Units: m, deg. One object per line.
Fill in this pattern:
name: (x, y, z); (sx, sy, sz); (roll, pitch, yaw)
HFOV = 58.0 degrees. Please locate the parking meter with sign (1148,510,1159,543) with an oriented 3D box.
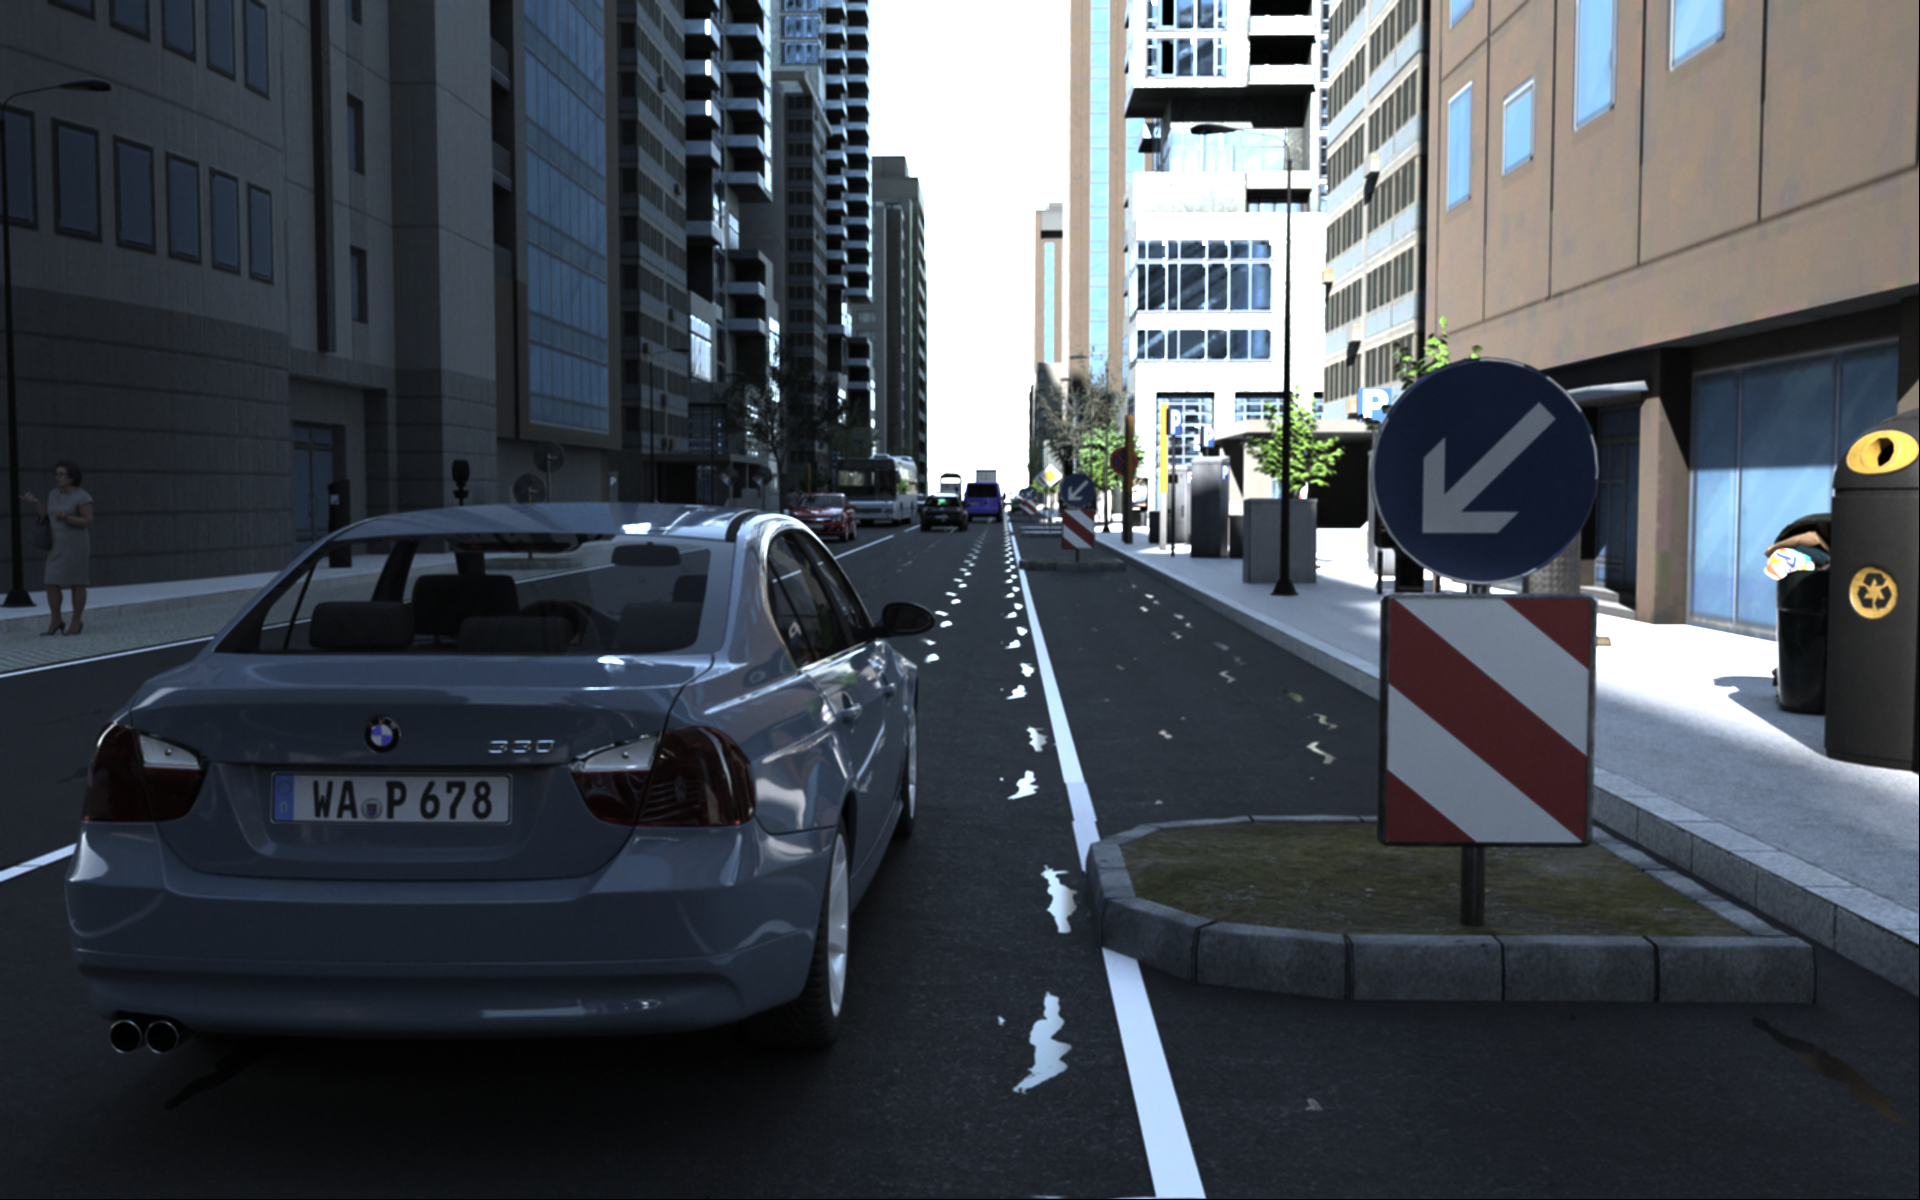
parking meter with sign: (5.705, -2.979, 44.967); (1.738, 3.016, 0.543); (3, 5, 40)

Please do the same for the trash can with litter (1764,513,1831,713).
trash can with litter: (5.091, 0.059, 10.428); (0.624, 1.170, 1.055); (1, 4, 15)

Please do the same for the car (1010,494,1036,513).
car: (4.657, -7.288, 127.953); (1.959, 1.807, 4.718); (0, 4, 0)

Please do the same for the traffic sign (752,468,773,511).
traffic sign: (-7.569, -3.842, 66.460); (0.795, 2.450, 0.064); (0, 4, 1)

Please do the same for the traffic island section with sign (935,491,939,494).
traffic island section with sign: (-2.496, -16.350, 275.944); (1.989, 1.847, 2.006); (0, 4, 1)

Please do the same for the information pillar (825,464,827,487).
information pillar: (-10.361, -8.731, 134.098); (0.183, 3.616, 0.504); (-1, 4, -8)

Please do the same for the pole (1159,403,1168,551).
pole: (4.584, -2.764, 39.036); (0.158, 3.312, 0.155); (0, 3, 0)

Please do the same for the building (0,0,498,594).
building: (-21.838, -29.592, 25.828); (21.231, 58.520, 28.212); (0, 4, 1)

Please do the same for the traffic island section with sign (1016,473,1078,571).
traffic island section with sign: (2.128, -1.509, 33.296); (1.989, 1.847, 2.006); (0, 4, 1)

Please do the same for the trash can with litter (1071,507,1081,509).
trash can with litter: (5.806, -4.783, 89.593); (0.624, 1.170, 1.055); (-3, 4, -36)

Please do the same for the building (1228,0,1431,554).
building: (22.836, -21.529, 43.885); (32.217, 40.220, 23.993); (0, 4, 1)

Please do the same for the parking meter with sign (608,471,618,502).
parking meter with sign: (-11.923, -3.807, 58.503); (1.738, 3.016, 0.543); (3, 5, 43)

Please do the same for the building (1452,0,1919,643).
building: (13.525, -22.434, 16.902); (14.600, 45.320, 14.200); (0, 4, 1)

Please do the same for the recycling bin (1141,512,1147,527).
recycling bin: (6.950, -3.423, 68.520); (0.722, 1.027, 0.722); (2, 4, 29)

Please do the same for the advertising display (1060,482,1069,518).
advertising display: (5.654, -5.410, 93.672); (0.123, 1.923, 0.974); (-1, 4, -23)

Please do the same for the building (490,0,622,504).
building: (-18.281, -24.366, 48.500); (14.200, 45.320, 14.600); (0, 4, 1)

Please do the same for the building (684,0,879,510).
building: (-19.260, -53.030, 179.708); (22.319, 86.520, 31.000); (0, 4, 1)

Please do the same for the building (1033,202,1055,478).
building: (18.140, -37.559, 264.195); (14.600, 45.320, 14.200); (0, 4, 1)

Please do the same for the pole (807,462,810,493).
pole: (-9.760, -7.214, 111.792); (0.158, 3.312, 0.155); (0, 3, 0)

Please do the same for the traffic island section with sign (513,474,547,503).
traffic island section with sign: (-8.404, -1.519, 33.460); (1.989, 1.847, 2.006); (0, 4, 1)

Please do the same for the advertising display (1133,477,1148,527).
advertising display: (6.837, -3.787, 67.139); (0.974, 1.923, 0.123); (2, 4, 33)

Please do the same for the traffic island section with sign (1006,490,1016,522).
traffic island section with sign: (3.470, -4.888, 88.554); (1.989, 1.847, 2.006); (0, 4, 1)

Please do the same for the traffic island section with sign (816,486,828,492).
traffic island section with sign: (-7.058, -4.912, 88.945); (1.989, 1.847, 2.006); (0, 4, 1)

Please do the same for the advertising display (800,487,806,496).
advertising display: (-11.133, -7.339, 125.214); (0.974, 1.923, 0.123); (2, 4, 24)

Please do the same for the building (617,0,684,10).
building: (-25.731, -23.641, 78.406); (32.217, 40.220, 23.993); (0, 4, 1)

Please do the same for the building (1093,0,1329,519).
building: (18.554, -48.245, 101.480); (22.319, 86.520, 31.000); (0, 4, 1)

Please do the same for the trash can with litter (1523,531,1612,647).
trash can with litter: (4.602, -0.219, 14.638); (2.233, 1.210, 1.678); (-1, 4, -17)

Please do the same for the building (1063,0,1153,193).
building: (15.073, -29.557, 133.374); (14.600, 45.320, 14.200); (0, 4, 1)

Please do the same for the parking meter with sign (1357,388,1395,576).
parking meter with sign: (6.776, -1.922, 27.684); (0.543, 3.016, 1.738); (0, 4, 2)

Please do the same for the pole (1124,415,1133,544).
pole: (4.374, -3.121, 44.870); (0.158, 3.312, 0.155); (0, 3, 0)

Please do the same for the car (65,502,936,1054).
car: (-1.116, 0.379, 5.800); (2.014, 1.417, 4.499); (0, 4, 2)

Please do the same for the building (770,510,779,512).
building: (-23.148, -48.944, 112.910); (22.319, 86.520, 31.000); (0, 4, 1)

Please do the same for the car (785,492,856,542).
car: (-4.209, -2.683, 52.908); (2.155, 1.783, 4.494); (0, 4, 1)

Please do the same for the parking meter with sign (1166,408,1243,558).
parking meter with sign: (5.049, -2.367, 34.969); (1.738, 3.016, 0.543); (2, 4, 34)

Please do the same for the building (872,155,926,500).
building: (-16.123, -38.365, 250.964); (21.300, 48.544, 21.600); (0, 4, 1)

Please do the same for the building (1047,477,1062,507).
building: (25.020, -29.390, 172.408); (32.217, 40.220, 23.993); (0, 4, 1)

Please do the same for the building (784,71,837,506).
building: (-24.679, -28.237, 153.562); (32.217, 40.220, 23.993); (0, 4, 1)

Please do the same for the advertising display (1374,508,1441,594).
advertising display: (5.805, -1.046, 22.324); (0.974, 1.923, 0.123); (-1, 4, -16)

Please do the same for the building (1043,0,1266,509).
building: (21.201, -54.182, 198.541); (22.319, 86.520, 31.000); (0, 4, 1)

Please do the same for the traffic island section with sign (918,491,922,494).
traffic island section with sign: (-4.506, -11.279, 193.032); (1.989, 1.847, 2.006); (0, 4, 1)

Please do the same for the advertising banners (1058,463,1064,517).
advertising banners: (5.676, -6.170, 97.072); (0.090, 3.025, 2.074); (1, 4, 11)

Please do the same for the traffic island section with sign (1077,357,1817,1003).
traffic island section with sign: (1.444, 0.171, 5.840); (1.989, 1.847, 2.006); (0, 4, 1)

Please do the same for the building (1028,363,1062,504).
building: (25.317, -26.986, 286.263); (27.650, 21.520, 28.899); (0, 4, 1)

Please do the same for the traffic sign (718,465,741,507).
traffic sign: (-7.764, -3.354, 58.477); (0.795, 2.450, 0.064); (0, 4, 1)

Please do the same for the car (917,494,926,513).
car: (-3.109, -6.689, 119.157); (2.009, 1.686, 4.222); (0, 4, -1)

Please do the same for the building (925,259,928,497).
building: (-12.705, -37.294, 293.348); (14.154, 41.232, 14.086); (0, 4, 1)

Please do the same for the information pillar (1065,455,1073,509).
information pillar: (6.385, -6.732, 101.429); (0.504, 3.616, 0.183); (1, 4, 20)

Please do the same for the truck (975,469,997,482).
truck: (3.072, -12.984, 201.205); (2.839, 4.237, 11.283); (0, 4, 1)

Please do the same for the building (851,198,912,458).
building: (-13.785, -33.596, 232.887); (14.154, 41.232, 14.086); (0, 4, 1)

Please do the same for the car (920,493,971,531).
car: (-0.604, -3.571, 68.168); (2.009, 1.686, 4.222); (0, 4, 3)

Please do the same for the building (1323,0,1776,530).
building: (23.788, -25.844, 72.657); (14.200, 45.320, 14.600); (0, 4, 1)

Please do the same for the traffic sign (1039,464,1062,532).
traffic sign: (3.027, -3.337, 58.195); (0.795, 2.450, 0.064); (0, 4, 1)

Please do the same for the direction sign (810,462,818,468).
direction sign: (-10.418, -8.013, 123.004); (0.876, 3.537, 0.379); (3, 4, 39)
